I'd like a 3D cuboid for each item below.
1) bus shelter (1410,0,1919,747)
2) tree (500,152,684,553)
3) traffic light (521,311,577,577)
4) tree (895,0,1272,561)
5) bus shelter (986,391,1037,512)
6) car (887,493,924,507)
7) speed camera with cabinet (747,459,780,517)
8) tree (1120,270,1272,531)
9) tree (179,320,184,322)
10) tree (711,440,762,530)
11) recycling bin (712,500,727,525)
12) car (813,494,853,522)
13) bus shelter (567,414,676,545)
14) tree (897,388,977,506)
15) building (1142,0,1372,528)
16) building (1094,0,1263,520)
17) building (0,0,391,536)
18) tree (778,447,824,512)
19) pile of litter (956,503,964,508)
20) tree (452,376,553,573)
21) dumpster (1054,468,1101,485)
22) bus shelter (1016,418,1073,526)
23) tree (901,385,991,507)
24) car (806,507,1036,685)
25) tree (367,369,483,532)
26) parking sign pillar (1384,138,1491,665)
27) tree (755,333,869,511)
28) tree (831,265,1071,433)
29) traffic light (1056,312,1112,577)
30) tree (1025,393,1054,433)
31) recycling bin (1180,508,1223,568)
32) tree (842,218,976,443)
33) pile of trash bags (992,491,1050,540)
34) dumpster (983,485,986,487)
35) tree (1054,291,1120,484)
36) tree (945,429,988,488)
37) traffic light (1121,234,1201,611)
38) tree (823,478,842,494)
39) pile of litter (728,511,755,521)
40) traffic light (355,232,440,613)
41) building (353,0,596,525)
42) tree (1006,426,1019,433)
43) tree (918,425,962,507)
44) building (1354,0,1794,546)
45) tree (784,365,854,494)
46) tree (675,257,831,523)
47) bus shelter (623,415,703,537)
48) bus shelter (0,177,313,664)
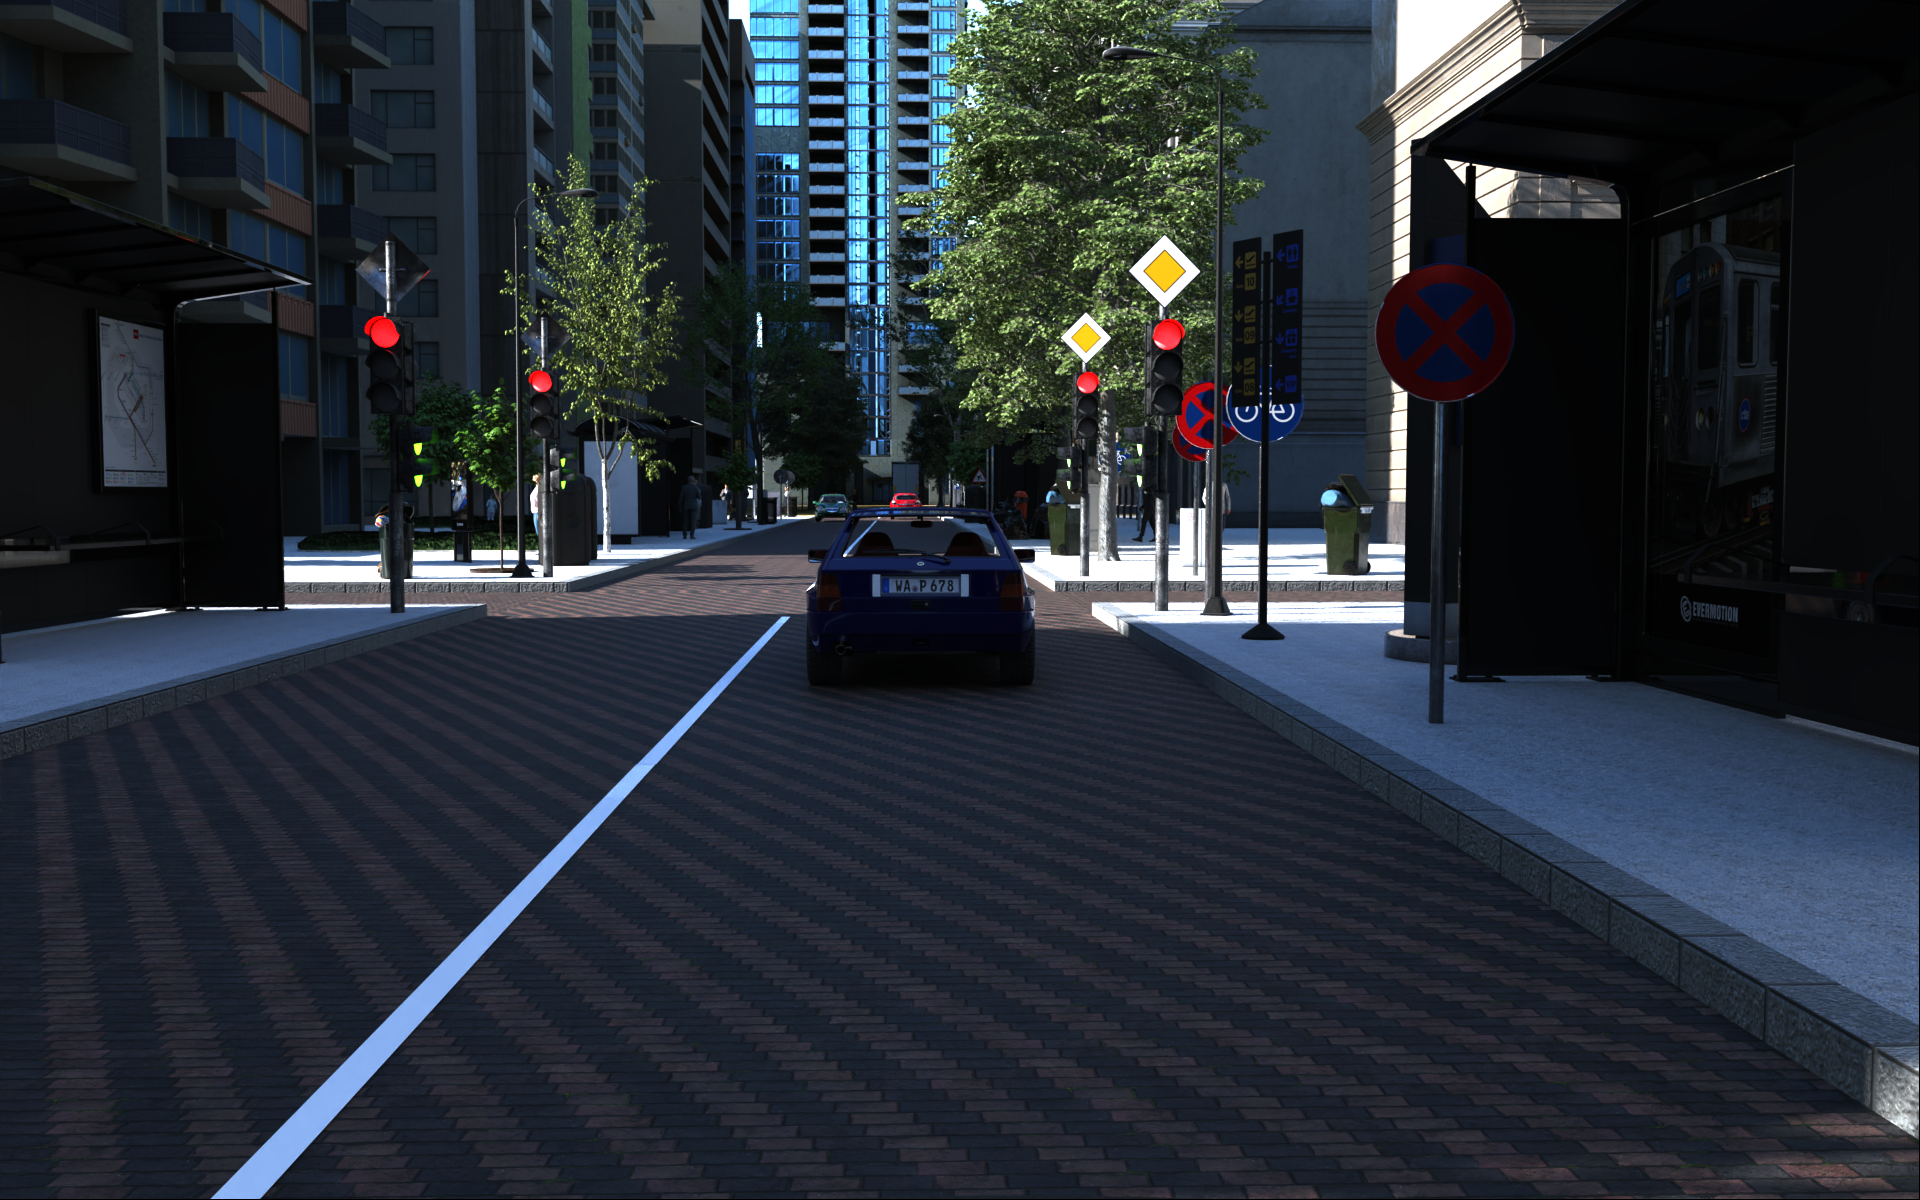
[{"bbox_3d":[4.012,-1.070,8.775,1.731,3.624,6.357,0,4,-2],"label":"bus shelter"},{"bbox_3d":[-7.727,-5.328,37.470,4.737,8.622,4.395,0,3,0],"label":"tree"},{"bbox_3d":[-6.332,-2.304,26.587,0.839,4.253,0.868,0,4,-2],"label":"traffic light"},{"bbox_3d":[2.476,-7.006,32.674,7.486,12.596,7.792,0,3,0],"label":"tree"},{"bbox_3d":[1.894,-5.253,63.520,2.179,5.291,8.768,0,4,-2],"label":"bus shelter"},{"bbox_3d":[-3.113,-5.530,99.461,2.155,1.783,4.494,0,4,-2],"label":"car"},{"bbox_3d":[-11.111,-6.335,97.909,0.660,3.252,2.038,3,5,42],"label":"speed camera with cabinet"},{"bbox_3d":[7.270,-6.262,52.753,4.737,8.622,4.395,0,3,0],"label":"tree"},{"bbox_3d":[-14.037,-2.884,30.863,4.285,4.588,4.351,0,3,0],"label":"tree"},{"bbox_3d":[-7.851,-4.122,61.995,1.663,3.219,1.824,0,3,0],"label":"tree"},{"bbox_3d":[-10.362,-3.719,73.354,0.722,1.027,0.722,3,5,40],"label":"recycling bin"},{"bbox_3d":[-6.704,-4.885,91.673,2.131,1.459,4.920,0,4,-3],"label":"car"},{"bbox_3d":[-8.982,-3.213,46.457,2.014,3.302,5.546,0,4,-2],"label":"bus shelter"},{"bbox_3d":[-1.903,-16.040,179.267,9.611,12.733,9.660,0,3,0],"label":"tree"},{"bbox_3d":[13.703,-13.717,73.417,9.793,20.994,18.267,0,4,-2],"label":"building"},{"bbox_3d":[14.715,-18.745,92.382,13.634,28.700,20.117,0,4,-2],"label":"building"},{"bbox_3d":[-28.818,-23.980,46.695,22.147,44.769,28.867,0,4,-2],"label":"building"},{"bbox_3d":[-11.173,-8.447,121.819,4.285,4.588,4.351,0,3,0],"label":"tree"},{"bbox_3d":[0.253,-4.713,91.027,1.176,0.858,1.719,0,4,1],"label":"pile of litter"},{"bbox_3d":[-7.412,-2.071,28.461,1.663,3.219,1.824,0,3,0],"label":"tree"},{"bbox_3d":[2.835,-2.073,39.650,1.264,1.857,1.865,0,4,-2],"label":"dumpster"},{"bbox_3d":[2.740,-3.923,55.430,1.731,3.624,6.357,0,4,-2],"label":"bus shelter"},{"bbox_3d":[-0.763,-12.821,144.041,8.767,10.594,7.601,0,4,-1],"label":"tree"},{"bbox_3d":[-0.318,-0.109,14.365,1.945,1.354,3.894,0,4,-1],"label":"car"},{"bbox_3d":[-13.874,-3.786,45.615,4.285,4.588,4.351,0,3,0],"label":"tree"},{"bbox_3d":[4.077,-1.530,13.494,1.447,3.967,1.447,-2,4,-35],"label":"parking sign pillar"},{"bbox_3d":[-11.492,-13.901,133.932,9.857,13.997,8.962,0,3,0],"label":"tree"},{"bbox_3d":[1.566,-9.047,73.669,9.928,11.665,9.643,0,3,0],"label":"tree"},{"bbox_3d":[1.924,-2.322,26.881,0.839,4.253,0.868,0,4,-2],"label":"traffic light"},{"bbox_3d":[5.391,-8.085,82.550,4.737,8.622,4.395,0,3,0],"label":"tree"},{"bbox_3d":[4.248,-1.099,30.523,0.722,1.027,0.722,0,4,6],"label":"recycling bin"},{"bbox_3d":[-1.310,-16.146,119.870,12.611,20.169,13.585,0,3,0],"label":"tree"},{"bbox_3d":[1.864,-2.478,50.263,1.912,1.369,3.447,0,4,-3],"label":"pile of trash bags"},{"bbox_3d":[1.646,-4.676,82.212,1.264,1.857,1.865,0,4,-2],"label":"dumpster"},{"bbox_3d":[6.022,-6.712,60.096,4.737,8.622,4.395,0,3,0],"label":"tree"},{"bbox_3d":[0.824,-6.353,87.584,4.285,4.588,4.351,0,3,0],"label":"tree"},{"bbox_3d":[2.195,-1.834,18.900,0.839,4.253,0.868,0,4,-2],"label":"traffic light"},{"bbox_3d":[-11.332,-9.634,152.124,1.663,3.219,1.824,0,3,0],"label":"tree"},{"bbox_3d":[-10.518,-4.296,84.210,1.719,0.858,1.176,-1,4,-23],"label":"pile of litter"},{"bbox_3d":[-6.061,-1.816,18.606,0.839,4.253,0.868,0,4,-2],"label":"traffic light"},{"bbox_3d":[-24.496,-24.024,76.387,14.154,41.232,14.086,0,4,-2],"label":"building"},{"bbox_3d":[4.699,-9.194,100.689,4.737,8.622,4.395,0,3,0],"label":"tree"},{"bbox_3d":[-1.759,-13.374,169.024,4.737,8.622,4.395,0,3,0],"label":"tree"},{"bbox_3d":[23.178,-14.887,40.665,25.104,27.353,12.463,0,4,-2],"label":"building"},{"bbox_3d":[-10.886,-13.872,144.940,7.486,12.596,7.792,0,3,0],"label":"tree"},{"bbox_3d":[-9.066,-9.257,77.101,9.928,11.665,9.643,0,3,0],"label":"tree"},{"bbox_3d":[-9.251,-3.860,54.390,1.731,3.624,6.357,0,4,-2],"label":"bus shelter"},{"bbox_3d":[-7.838,-1.508,15.942,1.731,3.624,6.357,0,4,-2],"label":"bus shelter"}]
